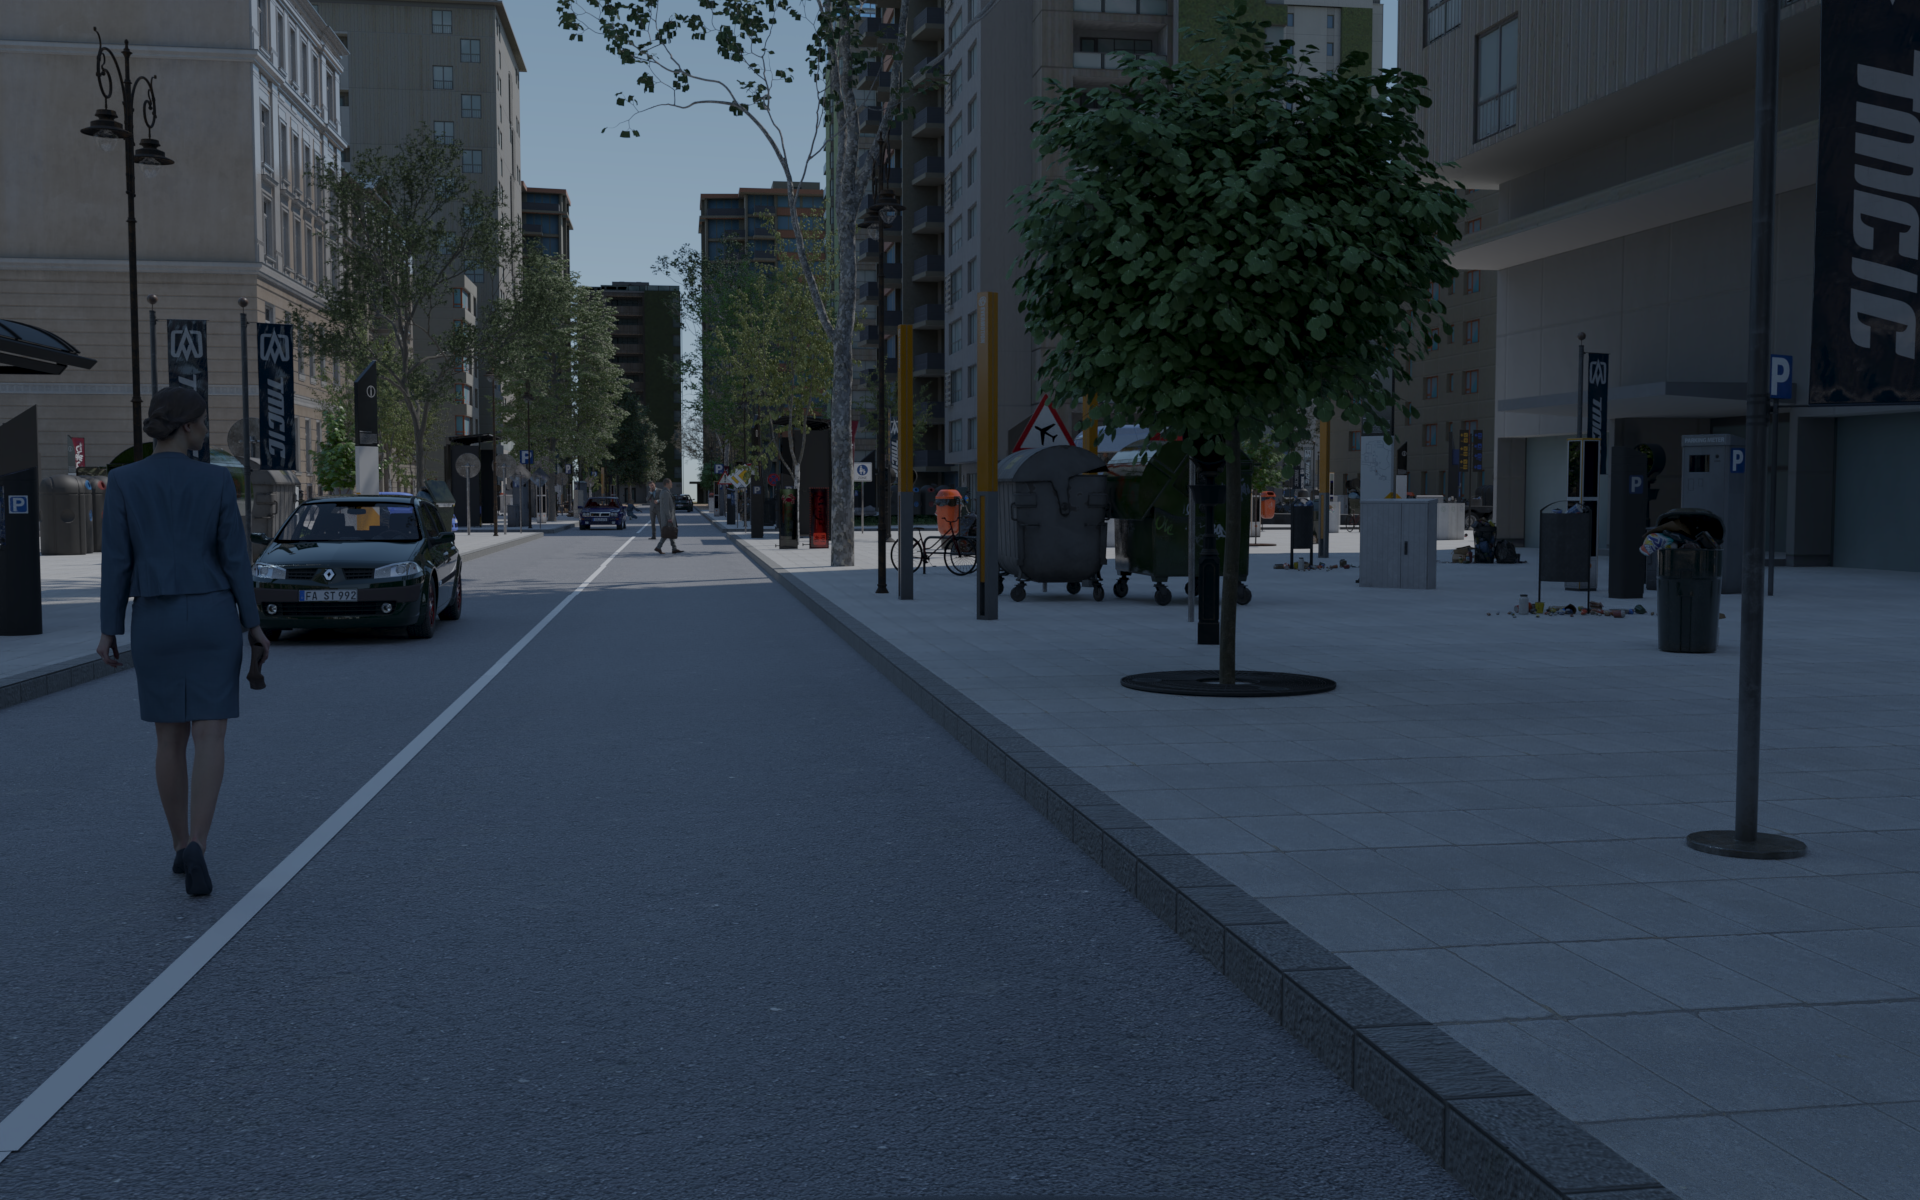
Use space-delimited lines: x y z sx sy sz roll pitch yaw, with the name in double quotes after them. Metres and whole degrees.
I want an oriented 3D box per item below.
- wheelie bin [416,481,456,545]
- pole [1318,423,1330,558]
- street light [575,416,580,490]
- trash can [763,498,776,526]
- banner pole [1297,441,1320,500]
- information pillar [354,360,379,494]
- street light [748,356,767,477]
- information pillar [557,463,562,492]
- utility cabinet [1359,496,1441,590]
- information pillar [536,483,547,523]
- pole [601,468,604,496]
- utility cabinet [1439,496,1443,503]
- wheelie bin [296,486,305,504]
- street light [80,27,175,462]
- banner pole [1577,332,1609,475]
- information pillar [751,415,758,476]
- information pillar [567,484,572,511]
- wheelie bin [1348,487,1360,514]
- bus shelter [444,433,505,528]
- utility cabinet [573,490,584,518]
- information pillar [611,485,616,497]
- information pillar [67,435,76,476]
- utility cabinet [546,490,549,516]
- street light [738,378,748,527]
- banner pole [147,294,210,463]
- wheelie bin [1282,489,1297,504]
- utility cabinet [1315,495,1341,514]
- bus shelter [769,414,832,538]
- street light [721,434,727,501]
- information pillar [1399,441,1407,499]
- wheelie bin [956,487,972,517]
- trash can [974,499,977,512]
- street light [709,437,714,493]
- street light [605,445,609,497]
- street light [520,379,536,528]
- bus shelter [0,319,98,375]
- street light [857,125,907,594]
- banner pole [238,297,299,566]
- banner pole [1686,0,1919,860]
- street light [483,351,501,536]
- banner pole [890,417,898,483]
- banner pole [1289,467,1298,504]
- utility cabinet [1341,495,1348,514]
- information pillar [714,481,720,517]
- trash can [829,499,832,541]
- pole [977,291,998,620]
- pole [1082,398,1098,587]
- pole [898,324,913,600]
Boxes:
-12.277 -1.990 40.451 0.693 1.594 0.980 2 4 28 "wheelie bin"
7.314 -2.502 34.752 0.158 3.312 0.155 0 3 0 "pole"
-21.855 -7.737 99.285 0.468 5.910 1.993 -1 4 -9 "street light"
-7.672 -3.524 69.278 0.748 1.137 0.748 0 3 0 "trash can"
16.509 -5.607 81.689 0.863 3.779 0.401 -2 4 -33 "banner pole"
-10.331 -2.376 30.206 0.183 3.616 0.504 2 4 24 "information pillar"
-6.617 -5.155 57.064 0.468 5.910 1.993 -1 4 -9 "street light"
-30.544 -8.616 132.223 0.504 3.616 0.183 2 4 33 "information pillar"
5.975 -0.764 23.646 1.020 1.237 0.306 3 5 41 "utility cabinet"
-18.301 -4.356 75.712 0.304 2.012 0.304 2 4 26 "information pillar"
-27.407 -8.506 132.909 0.158 3.312 0.155 0 3 0 "pole"
18.808 -3.559 69.349 1.020 1.237 0.306 1 4 10 "utility cabinet"
-25.046 -3.500 65.136 0.980 1.594 0.693 3 5 43 "wheelie bin"
-8.471 -2.752 17.779 0.468 5.910 1.993 -1 4 -9 "street light"
9.803 -2.261 26.979 0.863 3.779 0.401 -2 4 -29 "banner pole"
-6.029 -3.646 50.959 0.183 3.616 0.504 0 4 8 "information pillar"
-28.825 -7.539 127.760 0.304 2.012 0.304 0 4 -6 "information pillar"
17.183 -4.107 75.052 0.693 1.594 0.980 1 4 16 "wheelie bin"
-19.366 -4.775 69.351 1.731 3.624 6.357 -1 4 -9 "bus shelter"
-20.260 -5.098 92.038 0.318 1.500 1.173 -2 4 -24 "utility cabinet"
-27.558 -8.146 137.682 0.304 2.012 0.304 1 4 12 "information pillar"
-34.901 -4.700 68.207 0.504 3.616 0.183 1 4 18 "information pillar"
-24.368 -5.708 102.007 0.318 1.500 1.173 0 4 4 "utility cabinet"
-8.451 -5.823 67.994 0.468 5.910 1.993 -1 4 -9 "street light"
-9.890 -1.947 21.851 0.863 3.779 0.401 -1 4 -14 "banner pole"
20.499 -6.099 107.626 0.980 1.594 0.693 2 4 27 "wheelie bin"
14.916 -3.632 70.542 0.306 1.237 1.020 -2 4 -32 "utility cabinet"
-4.885 -3.815 53.656 1.731 3.624 6.357 -1 4 -9 "bus shelter"
-14.145 -8.002 103.617 0.468 5.910 1.993 -1 4 -9 "street light"
19.525 -5.210 76.540 0.504 3.616 0.183 -1 4 -13 "information pillar"
0.083 -4.166 76.026 0.980 1.594 0.693 3 5 40 "wheelie bin"
0.795 -2.653 55.026 0.748 1.137 0.748 0 3 0 "trash can"
-19.857 -10.131 138.421 0.468 5.910 1.993 -1 4 -9 "street light"
-27.403 -9.867 134.117 0.468 5.910 1.993 -1 4 -9 "street light"
-16.048 -5.609 64.496 0.468 5.910 1.993 -1 4 -9 "street light"
-10.777 -1.456 17.727 2.014 3.302 5.546 -1 4 -9 "bus shelter"
-1.008 -3.025 22.243 0.468 5.910 1.993 -1 4 -9 "street light"
-8.948 -1.974 22.297 0.863 3.779 0.401 -3 5 -41 "banner pole"
3.052 -0.981 6.054 0.863 3.779 0.401 2 4 26 "banner pole"
-14.143 -4.881 52.591 0.468 5.910 1.993 -1 4 -9 "street light"
-1.725 -3.616 49.143 0.863 3.779 0.401 3 4 37 "banner pole"
20.354 -7.066 105.545 0.863 3.779 0.401 0 4 6 "banner pole"
22.523 -5.537 101.687 1.020 1.237 0.306 2 4 29 "utility cabinet"
-13.878 -5.767 98.780 0.304 2.012 0.304 0 4 -4 "information pillar"
-3.716 -2.197 47.582 0.748 1.137 0.748 0 3 0 "trash can"
0.279 -1.453 17.599 0.158 3.312 0.155 0 3 0 "pole"
1.788 -1.833 23.810 0.158 3.312 0.155 0 3 0 "pole"
-0.660 -1.659 20.973 0.158 3.312 0.155 0 3 0 "pole"
